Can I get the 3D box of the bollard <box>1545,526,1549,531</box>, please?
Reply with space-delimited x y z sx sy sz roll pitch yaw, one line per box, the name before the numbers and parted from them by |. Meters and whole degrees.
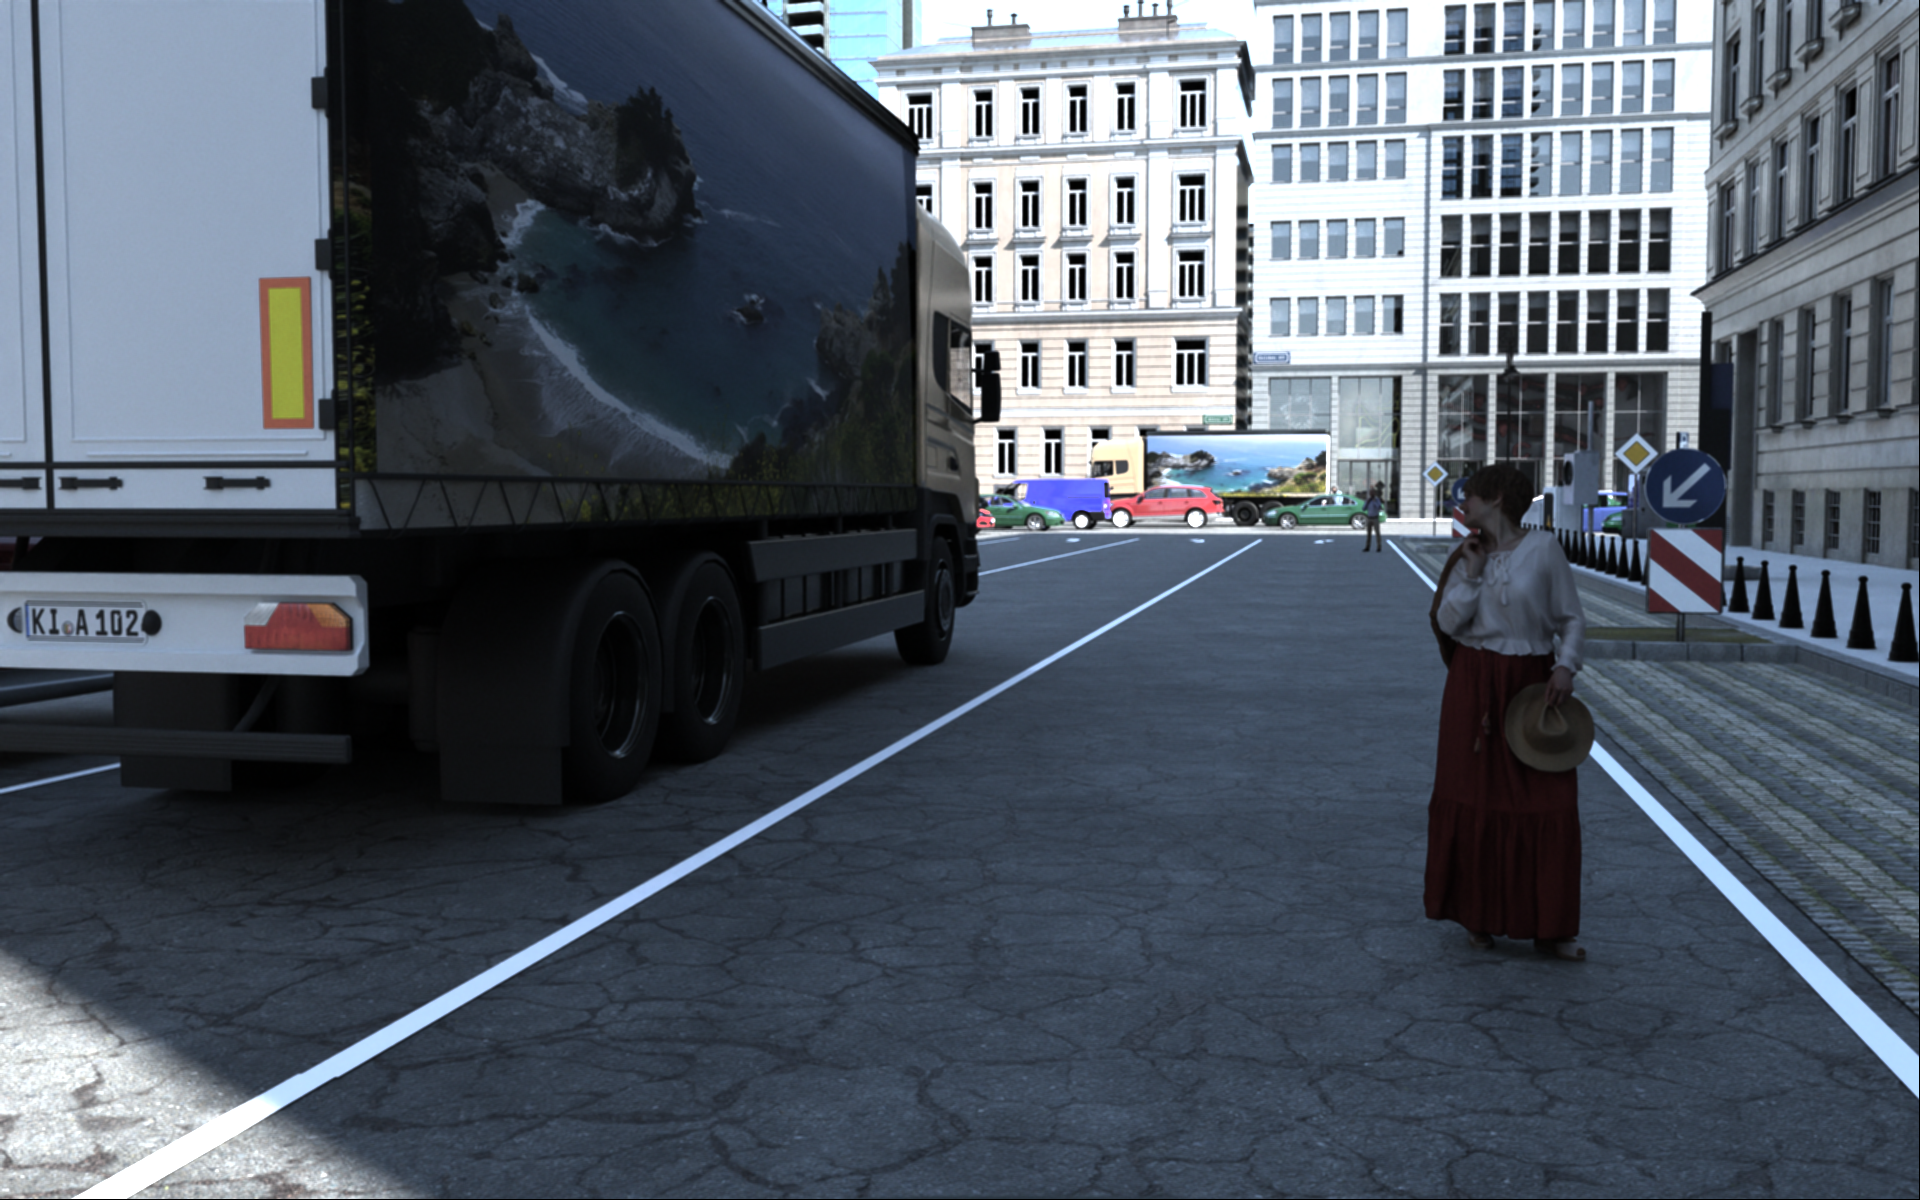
bollard | 12.125 -1.185 35.408 0.229 0.601 0.229 0 3 0

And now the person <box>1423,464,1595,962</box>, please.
person | 1.720 0.340 5.410 0.523 1.526 0.387 2 4 33

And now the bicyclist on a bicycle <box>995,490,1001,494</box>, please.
bicyclist on a bicycle | 1.867 -4.407 82.083 1.625 1.676 1.499 1 4 13

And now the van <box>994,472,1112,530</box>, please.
van | 3.492 -4.050 70.600 5.245 2.365 2.240 1 4 13

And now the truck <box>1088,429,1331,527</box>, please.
truck | 10.735 -5.415 77.448 11.283 4.237 2.839 1 4 14

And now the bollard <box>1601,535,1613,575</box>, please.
bollard | 10.428 -0.712 27.688 0.229 0.601 0.229 0 3 0

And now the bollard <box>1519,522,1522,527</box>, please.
bollard | 13.350 -1.524 40.955 0.229 0.601 0.229 0 3 0

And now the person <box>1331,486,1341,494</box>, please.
person | 17.401 -4.350 79.894 0.793 1.790 0.793 0 4 3

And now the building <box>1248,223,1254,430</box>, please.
building | 44.446 -34.837 253.175 14.086 41.232 14.154 1 4 12

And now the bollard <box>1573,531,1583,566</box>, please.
bollard | 11.155 -0.915 31.000 0.229 0.601 0.229 0 3 0

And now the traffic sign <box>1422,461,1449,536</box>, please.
traffic sign | 14.355 -2.980 52.371 0.795 2.450 0.064 1 4 12

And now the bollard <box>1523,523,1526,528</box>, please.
bollard | 13.104 -1.457 39.856 0.229 0.601 0.229 0 3 0

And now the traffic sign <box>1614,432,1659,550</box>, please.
traffic sign | 12.670 -1.915 32.496 0.795 2.450 0.064 1 4 16

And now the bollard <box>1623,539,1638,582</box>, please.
bollard | 9.940 -0.577 25.474 0.229 0.601 0.229 0 3 0

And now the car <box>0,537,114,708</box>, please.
car | -5.898 -0.030 9.163 2.281 1.827 5.304 1 4 13

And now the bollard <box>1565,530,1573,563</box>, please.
bollard | 11.400 -0.982 32.099 0.229 0.601 0.229 0 3 0

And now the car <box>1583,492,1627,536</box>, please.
car | 20.430 -2.853 56.233 3.694 1.707 1.945 1 4 12

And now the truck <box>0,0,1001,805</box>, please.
truck | -1.999 -1.381 11.494 2.839 4.237 11.283 1 4 12

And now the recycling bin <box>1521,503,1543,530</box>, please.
recycling bin | 15.694 -2.134 47.443 0.722 1.027 0.722 3 5 39

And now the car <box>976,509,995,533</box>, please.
car | -0.958 -3.259 62.324 4.494 1.783 2.155 1 4 13

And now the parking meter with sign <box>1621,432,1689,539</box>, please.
parking meter with sign | 19.757 -3.247 49.347 0.543 3.016 1.738 -3 5 -40

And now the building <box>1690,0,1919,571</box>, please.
building | 23.856 -12.056 30.392 16.112 22.955 30.059 1 4 12

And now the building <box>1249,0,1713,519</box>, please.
building | 30.633 -19.182 91.117 29.804 29.767 11.434 1 4 12

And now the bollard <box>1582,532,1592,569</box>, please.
bollard | 10.913 -0.847 29.889 0.229 0.601 0.229 0 3 0

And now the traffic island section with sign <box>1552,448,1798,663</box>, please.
traffic island section with sign | 6.306 -0.433 15.708 1.989 1.847 2.006 1 4 12

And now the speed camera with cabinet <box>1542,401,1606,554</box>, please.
speed camera with cabinet | 13.253 -2.647 37.610 0.660 3.252 2.038 0 4 1

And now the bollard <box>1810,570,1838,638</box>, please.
bollard | 7.748 0.032 15.517 0.229 0.601 0.229 0 3 0

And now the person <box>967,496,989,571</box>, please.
person | 0.154 -1.412 32.315 0.841 1.734 0.376 -3 5 -40

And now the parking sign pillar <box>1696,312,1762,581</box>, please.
parking sign pillar | 11.412 -2.310 26.248 1.447 3.967 1.447 2 4 23

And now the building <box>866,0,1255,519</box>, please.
building | 6.238 -19.066 97.641 20.117 28.700 13.634 1 4 12

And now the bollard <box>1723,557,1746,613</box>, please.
bollard | 8.483 -0.172 18.848 0.229 0.601 0.229 0 3 0

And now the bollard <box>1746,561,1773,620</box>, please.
bollard | 8.234 -0.104 17.737 0.229 0.601 0.229 0 3 0

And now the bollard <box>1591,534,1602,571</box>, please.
bollard | 10.673 -0.780 28.788 0.229 0.601 0.229 0 3 0

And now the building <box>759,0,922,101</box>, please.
building | -17.146 -54.577 205.001 31.000 86.520 22.319 1 4 12

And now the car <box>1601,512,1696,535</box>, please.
car | 22.404 -2.748 53.723 4.718 1.807 1.959 1 4 11

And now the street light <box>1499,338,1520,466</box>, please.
street light | 16.261 -4.806 51.359 0.468 5.910 1.993 1 4 12

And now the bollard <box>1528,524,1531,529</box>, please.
bollard | 12.868 -1.389 38.755 0.229 0.601 0.229 0 3 0

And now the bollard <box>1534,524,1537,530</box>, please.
bollard | 12.622 -1.320 37.627 0.229 0.601 0.229 0 3 0

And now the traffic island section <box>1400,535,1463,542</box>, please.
traffic island section | 14.379 -1.845 52.443 2.009 0.180 2.903 1 4 12

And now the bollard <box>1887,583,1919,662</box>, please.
bollard | 7.259 0.168 13.299 0.229 0.601 0.229 0 3 0

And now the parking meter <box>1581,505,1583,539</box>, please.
parking meter | 17.535 -2.656 49.131 0.255 1.863 0.399 1 4 14

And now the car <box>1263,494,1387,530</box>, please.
car | 14.764 -3.567 70.124 4.920 1.459 2.131 1 4 12

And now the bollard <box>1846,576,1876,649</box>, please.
bollard | 7.503 0.100 14.404 0.229 0.601 0.229 0 3 0

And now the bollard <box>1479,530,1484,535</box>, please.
bollard | 16.025 -2.267 53.102 0.229 0.601 0.229 0 3 0

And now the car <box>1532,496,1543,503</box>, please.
car | 27.384 -4.095 79.320 4.827 1.381 2.083 1 4 12

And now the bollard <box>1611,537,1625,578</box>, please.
bollard | 10.182 -0.644 26.578 0.229 0.601 0.229 0 3 0

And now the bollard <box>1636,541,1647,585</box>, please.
bollard | 9.695 -0.509 24.357 0.229 0.601 0.229 0 3 0

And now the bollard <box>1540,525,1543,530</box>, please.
bollard | 12.373 -1.252 36.516 0.229 0.601 0.229 0 3 0

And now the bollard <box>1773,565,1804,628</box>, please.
bollard | 7.991 -0.036 16.632 0.229 0.601 0.229 0 3 0

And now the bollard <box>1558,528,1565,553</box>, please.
bollard | 11.641 -1.050 33.202 0.229 0.601 0.229 0 3 0

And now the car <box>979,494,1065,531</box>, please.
car | 1.671 -3.421 67.727 4.920 1.459 2.131 1 4 13

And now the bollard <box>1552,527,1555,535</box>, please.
bollard | 11.884 -1.117 34.308 0.229 0.601 0.229 0 3 0

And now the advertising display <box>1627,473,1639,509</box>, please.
advertising display | 20.206 -2.838 51.617 0.123 1.923 0.974 -1 4 -11

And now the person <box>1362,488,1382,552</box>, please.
person | 10.283 -1.993 43.144 0.319 1.574 0.516 -3 5 -43

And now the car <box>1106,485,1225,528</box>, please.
car | 8.583 -3.973 73.636 5.304 1.827 2.281 1 4 11

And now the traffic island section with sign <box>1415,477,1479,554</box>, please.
traffic island section with sign | 12.103 -2.043 42.034 1.989 1.847 2.006 1 4 12
